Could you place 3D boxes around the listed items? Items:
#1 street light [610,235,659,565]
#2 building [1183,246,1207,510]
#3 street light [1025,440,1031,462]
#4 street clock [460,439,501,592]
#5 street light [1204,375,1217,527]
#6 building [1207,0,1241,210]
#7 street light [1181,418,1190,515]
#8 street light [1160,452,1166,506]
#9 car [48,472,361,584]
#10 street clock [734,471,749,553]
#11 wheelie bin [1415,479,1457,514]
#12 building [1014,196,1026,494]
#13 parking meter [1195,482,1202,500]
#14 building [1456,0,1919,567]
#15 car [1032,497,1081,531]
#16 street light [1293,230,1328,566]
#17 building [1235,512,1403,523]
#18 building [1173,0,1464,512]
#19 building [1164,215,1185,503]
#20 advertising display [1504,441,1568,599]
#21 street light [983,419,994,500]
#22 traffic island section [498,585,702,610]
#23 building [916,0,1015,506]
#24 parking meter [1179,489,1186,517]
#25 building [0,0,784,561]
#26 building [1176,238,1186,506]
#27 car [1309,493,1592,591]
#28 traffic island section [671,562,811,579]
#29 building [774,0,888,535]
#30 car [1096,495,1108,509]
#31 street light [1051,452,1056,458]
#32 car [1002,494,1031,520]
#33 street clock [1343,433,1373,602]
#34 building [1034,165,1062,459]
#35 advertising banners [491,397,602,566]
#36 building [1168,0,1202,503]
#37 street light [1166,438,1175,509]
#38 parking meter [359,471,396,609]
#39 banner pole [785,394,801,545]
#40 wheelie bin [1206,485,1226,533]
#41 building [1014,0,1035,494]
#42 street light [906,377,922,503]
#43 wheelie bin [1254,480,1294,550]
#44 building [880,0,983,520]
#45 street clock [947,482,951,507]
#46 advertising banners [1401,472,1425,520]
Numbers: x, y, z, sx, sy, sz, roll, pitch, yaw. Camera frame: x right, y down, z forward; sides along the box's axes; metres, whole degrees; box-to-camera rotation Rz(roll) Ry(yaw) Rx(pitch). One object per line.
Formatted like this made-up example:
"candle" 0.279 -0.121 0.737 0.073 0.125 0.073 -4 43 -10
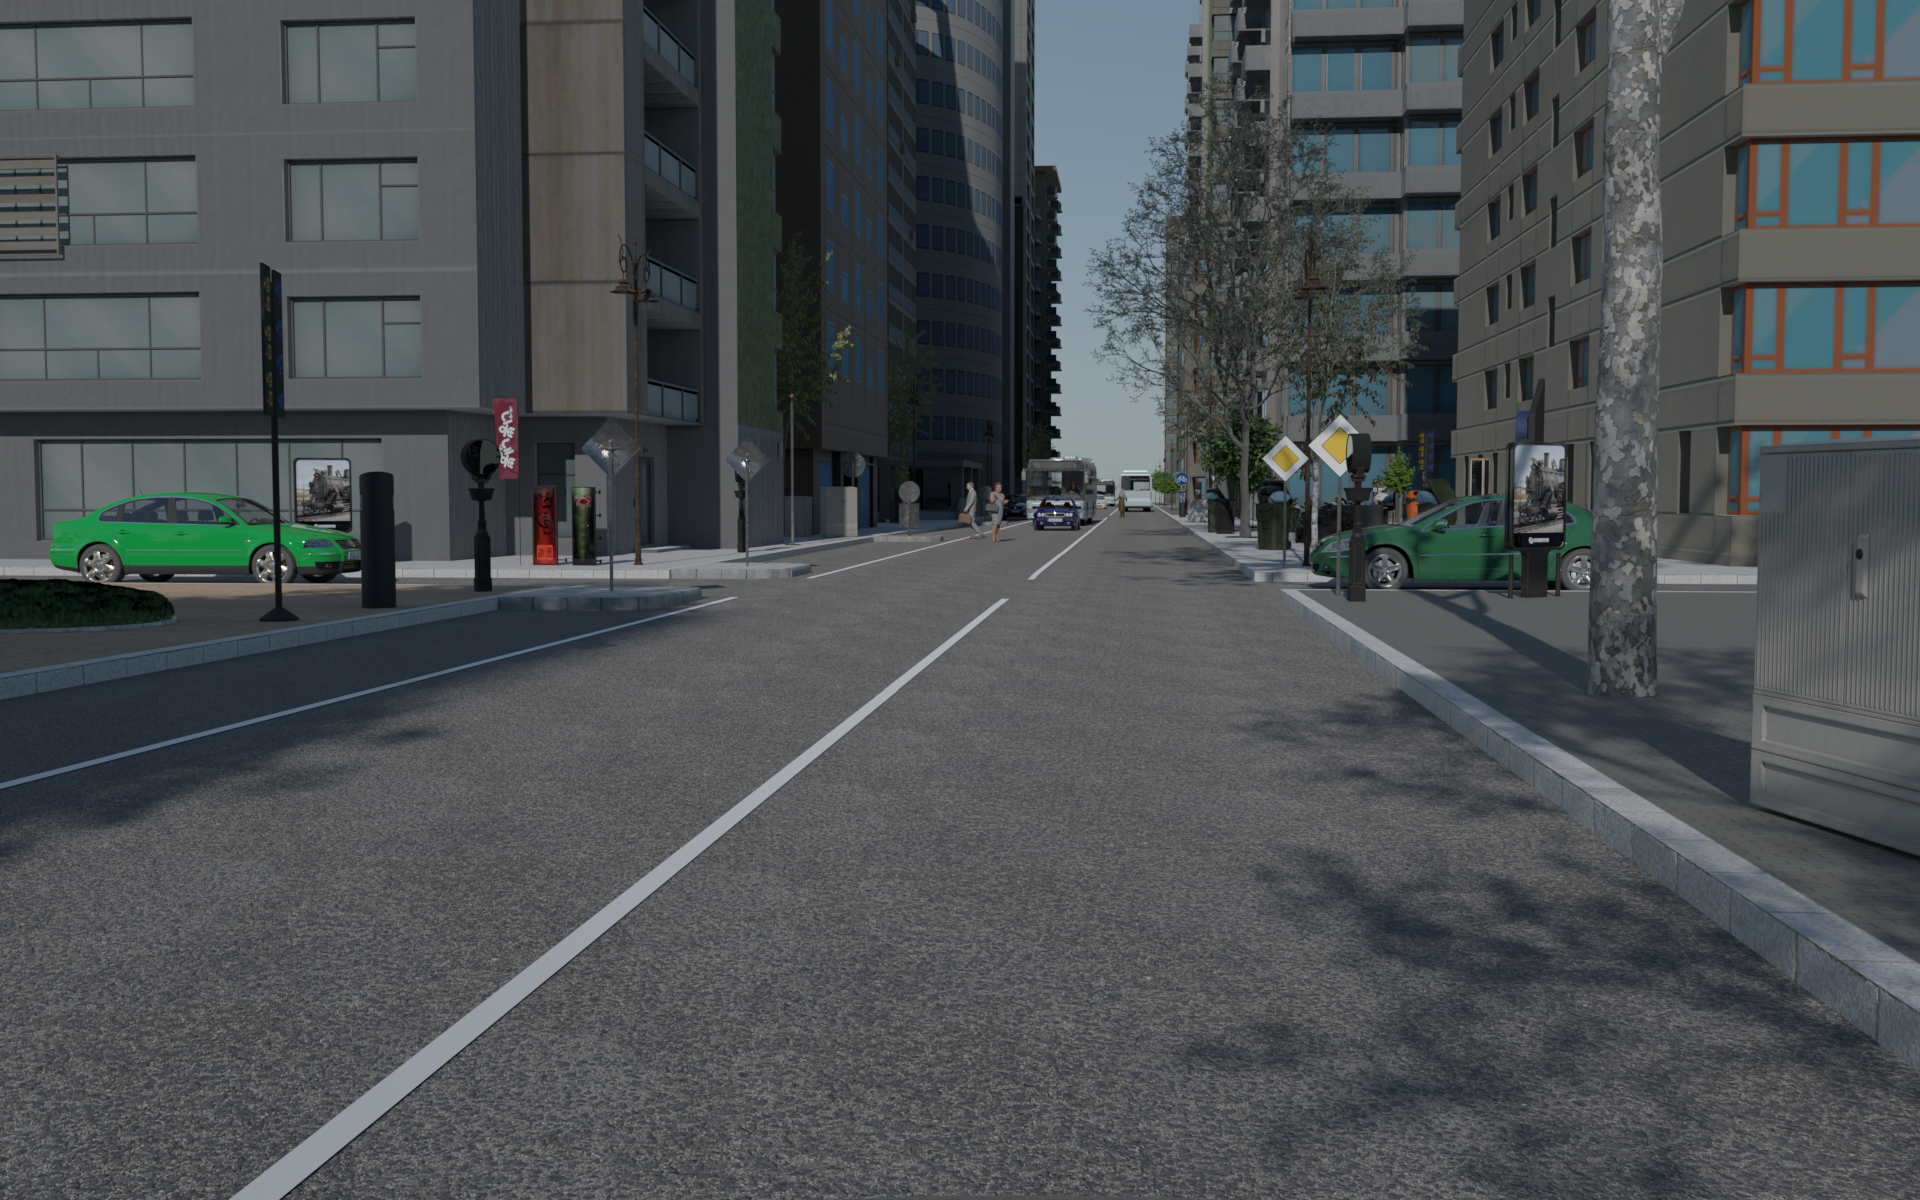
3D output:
"street light" -5.816 -3.569 31.144 0.468 5.910 1.993 0 4 6
"building" 31.431 -17.590 132.641 27.650 21.520 28.899 0 4 6
"street light" 5.721 -10.496 144.397 0.468 5.910 1.993 0 4 6
"street clock" -6.284 -1.113 22.761 0.471 2.002 0.358 -2 4 -33
"street light" 9.718 -5.778 67.259 0.468 5.910 1.993 0 4 6
"building" 22.923 -26.162 111.340 14.154 41.232 14.086 0 4 6
"street light" 13.811 -8.190 106.692 0.468 5.910 1.993 0 4 6
"street light" 21.316 -12.686 180.208 0.468 5.910 1.993 0 4 6
"car" -11.778 -1.130 27.269 4.718 1.807 1.959 0 4 4
"street clock" -4.787 -2.044 37.985 0.358 2.002 0.471 -1 4 -17
"wheelie bin" 9.759 -1.689 35.525 0.980 1.594 0.693 -3 4 -38
"building" -1.263 -23.863 161.859 14.160 30.474 14.107 0 4 6
"parking meter" 11.376 -4.709 82.696 0.255 1.863 0.399 1 4 22
"building" 29.390 -12.060 42.217 28.899 21.520 27.650 0 4 6
"car" 3.875 -3.446 68.915 1.945 1.354 3.894 0 4 6
"street light" 6.165 -3.537 30.623 0.468 5.910 1.993 0 4 6
"building" 25.138 -28.603 87.274 23.786 49.044 30.456 0 4 6
"building" 32.261 -33.166 161.876 23.786 49.044 30.456 0 4 6
"building" 37.224 -34.950 255.023 14.154 41.232 14.086 0 4 6
"advertising display" 7.129 -0.993 21.450 0.974 1.923 0.123 -2 4 -31
"street light" 1.913 -8.223 107.226 0.468 5.910 1.993 0 4 6
"traffic island section" -4.606 -0.032 22.799 2.009 0.180 2.903 0 4 6
"building" -7.684 -35.336 119.747 21.231 58.520 28.212 0 4 6
"parking meter" 12.276 -5.329 95.536 0.372 1.533 0.369 0 3 0
"building" -12.301 -21.683 38.110 14.154 41.232 14.086 0 4 6
"building" 31.563 -25.950 195.977 14.160 30.474 14.107 0 4 6
"car" 7.731 -0.863 25.914 4.920 1.459 2.131 0 4 7
"traffic island section" -3.796 -0.518 30.743 2.009 0.180 2.903 0 4 6
"building" -10.409 -25.070 60.009 14.600 45.320 14.200 0 4 6
"car" 13.250 -9.482 167.392 2.083 1.381 4.827 0 4 4
"street light" 10.423 -13.281 189.936 0.468 5.910 1.993 0 4 6
"car" 3.177 -5.333 96.980 2.009 1.686 4.222 0 4 4
"street clock" 4.743 -0.984 20.656 0.358 2.002 0.471 0 4 2
"building" 1.934 -34.962 226.247 22.147 44.769 28.867 0 4 6
"advertising banners" -7.435 -2.135 31.096 2.074 3.025 0.090 1 4 13
"building" 39.571 -56.154 230.786 22.319 86.520 31.000 0 4 6
"street light" 17.580 -10.447 143.591 0.468 5.910 1.993 0 4 6
"parking meter" -6.570 -0.681 19.543 0.372 1.533 0.369 0 3 0
"banner pole" -4.221 -3.277 43.590 0.401 3.779 0.863 0 4 -6
"wheelie bin" 8.517 -3.042 57.648 0.693 1.594 0.980 0 4 7
"building" 0.365 -46.638 200.780 20.563 71.187 20.611 0 4 6
"street light" -1.818 -5.851 68.456 0.468 5.910 1.993 0 4 6
"wheelie bin" 7.184 -1.941 39.638 0.693 1.594 0.980 -3 4 -37
"building" -15.303 -24.567 93.558 32.217 40.220 23.993 0 4 6
"street clock" -0.600 -6.200 105.938 0.358 2.002 0.471 1 4 21
"advertising banners" 16.501 -4.074 62.805 0.090 3.025 2.074 -1 4 -10
